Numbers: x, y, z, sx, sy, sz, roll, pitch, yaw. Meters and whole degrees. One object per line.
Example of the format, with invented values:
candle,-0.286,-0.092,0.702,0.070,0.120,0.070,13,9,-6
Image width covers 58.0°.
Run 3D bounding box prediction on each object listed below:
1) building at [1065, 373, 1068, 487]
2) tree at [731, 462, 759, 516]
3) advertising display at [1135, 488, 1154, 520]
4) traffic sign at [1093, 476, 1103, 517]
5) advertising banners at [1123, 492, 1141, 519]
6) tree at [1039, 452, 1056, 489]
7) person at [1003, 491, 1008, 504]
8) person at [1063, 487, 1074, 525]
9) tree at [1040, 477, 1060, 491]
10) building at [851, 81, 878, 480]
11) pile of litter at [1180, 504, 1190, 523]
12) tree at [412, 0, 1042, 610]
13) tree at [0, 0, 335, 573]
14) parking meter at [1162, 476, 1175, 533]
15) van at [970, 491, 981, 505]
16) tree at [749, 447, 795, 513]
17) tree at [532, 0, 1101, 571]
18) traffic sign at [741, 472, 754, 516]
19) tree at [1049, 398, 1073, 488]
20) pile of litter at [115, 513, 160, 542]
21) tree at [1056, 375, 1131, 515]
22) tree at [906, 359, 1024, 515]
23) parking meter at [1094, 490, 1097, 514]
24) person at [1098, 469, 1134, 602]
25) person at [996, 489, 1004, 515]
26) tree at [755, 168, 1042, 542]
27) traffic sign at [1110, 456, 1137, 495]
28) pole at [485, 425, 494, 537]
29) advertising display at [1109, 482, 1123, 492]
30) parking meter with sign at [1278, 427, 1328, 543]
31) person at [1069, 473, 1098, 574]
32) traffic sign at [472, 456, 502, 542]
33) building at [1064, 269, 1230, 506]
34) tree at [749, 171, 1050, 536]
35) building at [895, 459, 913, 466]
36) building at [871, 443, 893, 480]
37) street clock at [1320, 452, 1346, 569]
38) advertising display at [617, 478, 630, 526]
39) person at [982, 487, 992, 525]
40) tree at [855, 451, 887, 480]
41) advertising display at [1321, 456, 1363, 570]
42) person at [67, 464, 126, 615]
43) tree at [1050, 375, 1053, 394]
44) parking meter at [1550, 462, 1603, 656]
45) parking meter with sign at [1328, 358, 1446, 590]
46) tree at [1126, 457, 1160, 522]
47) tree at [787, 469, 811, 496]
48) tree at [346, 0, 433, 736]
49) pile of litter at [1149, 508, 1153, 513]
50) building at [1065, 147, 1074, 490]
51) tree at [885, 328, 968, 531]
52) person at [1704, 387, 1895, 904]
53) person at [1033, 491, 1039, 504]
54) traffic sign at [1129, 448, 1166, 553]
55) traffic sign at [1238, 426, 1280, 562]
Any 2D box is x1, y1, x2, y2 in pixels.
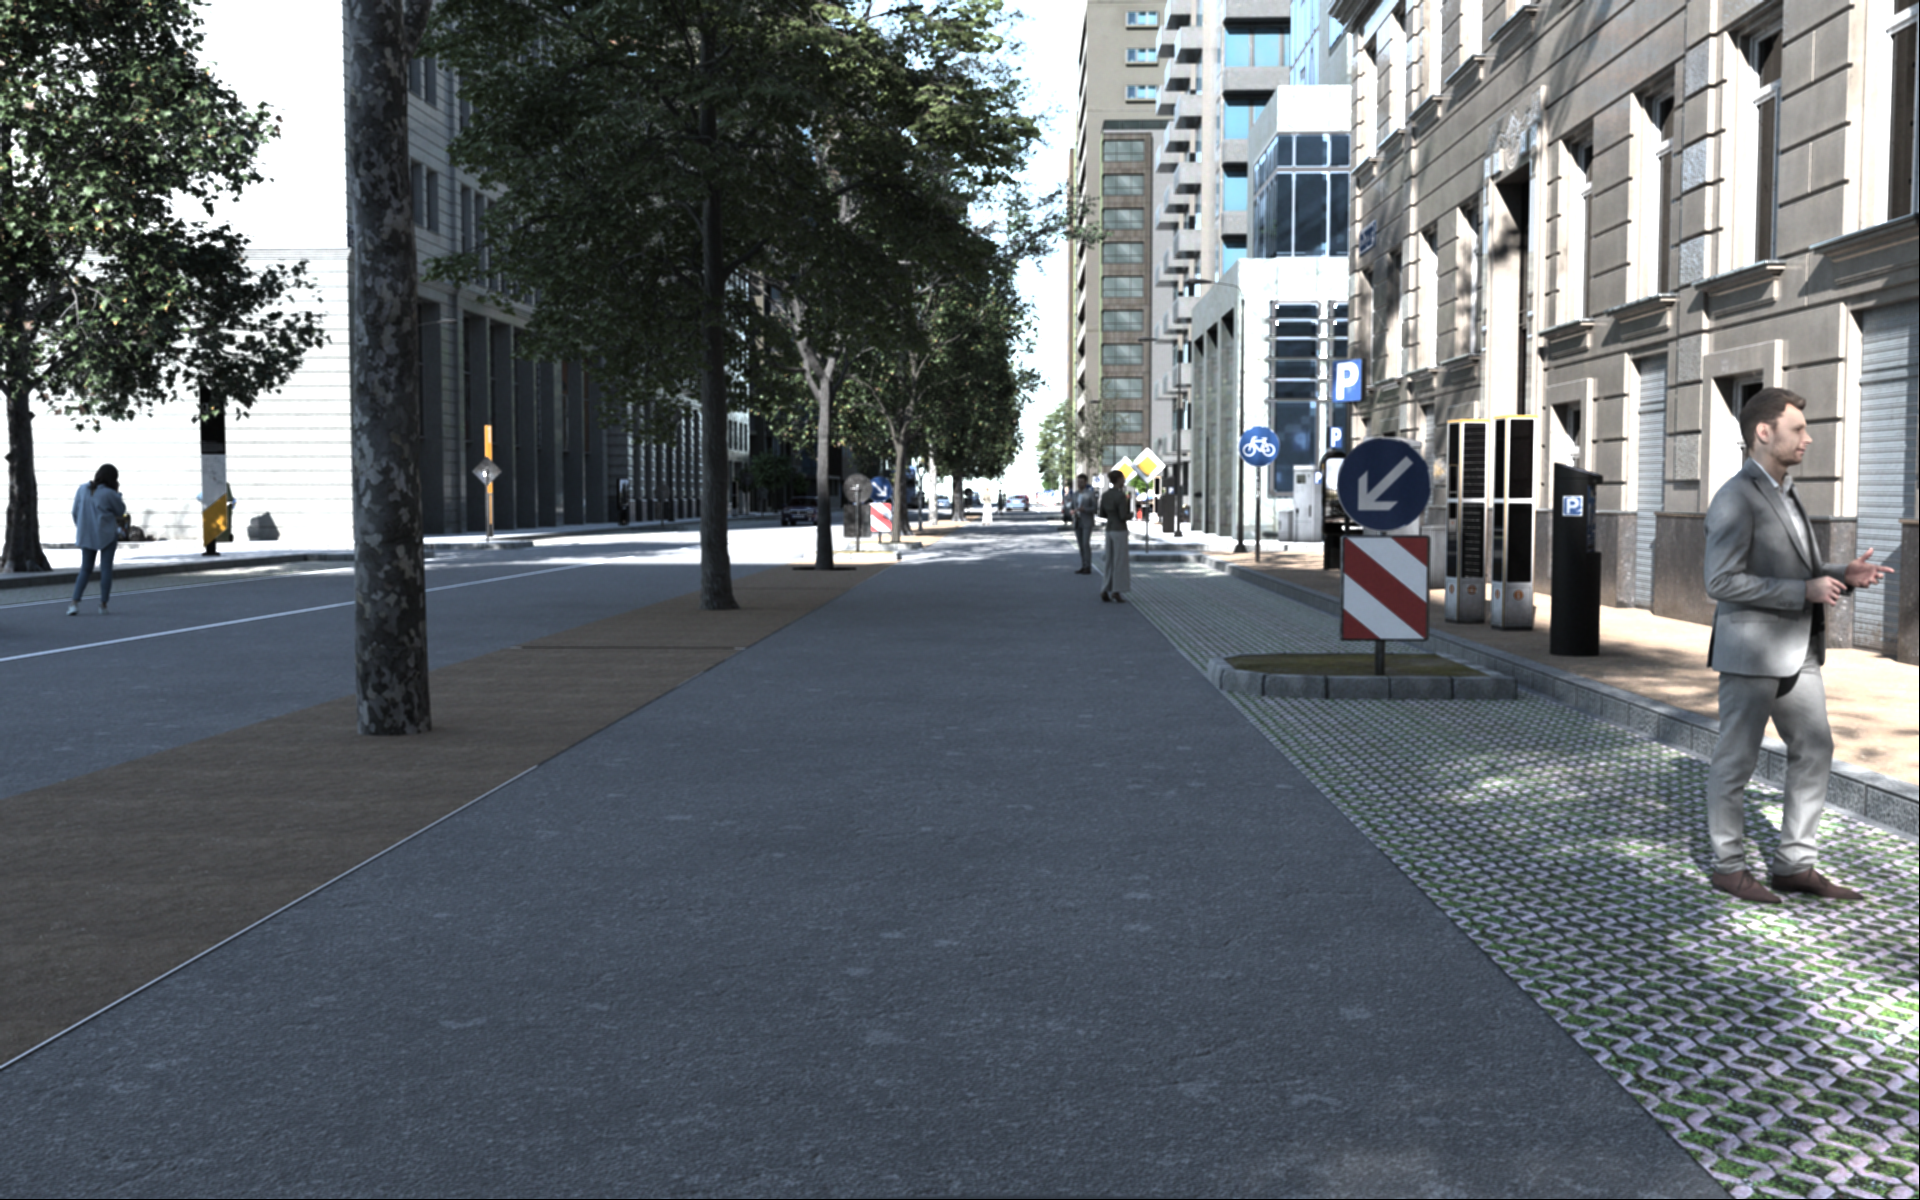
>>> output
building,25.376,-37.489,236.639,21.300,48.544,21.600,0,4,2
tree,-12.850,-6.639,103.149,1.663,3.219,1.824,0,3,0
advertising display,9.021,-4.832,84.219,0.974,1.923,0.123,1,4,11
traffic sign,7.772,-5.848,97.752,0.606,2.300,0.079,0,4,5
advertising banners,9.109,-5.597,87.694,2.074,3.025,0.090,-1,4,-18
tree,14.243,-19.407,267.672,4.360,8.622,3.978,0,3,0
person,6.475,-14.776,250.107,0.705,1.821,1.348,3,5,43
person,4.968,-4.344,79.944,0.534,1.772,0.576,-3,5,-40
tree,14.396,-17.877,276.009,4.285,4.588,4.351,0,3,0
building,-24.130,-38.577,219.969,28.713,52.752,27.495,0,4,2
pile of litter,10.329,-3.853,76.954,1.176,0.858,1.719,3,4,36
tree,-2.921,-6.120,20.646,7.486,12.596,7.792,0,3,0
tree,-15.612,-6.822,28.549,9.611,12.733,9.660,0,3,0
parking meter,6.833,-3.125,56.798,0.399,1.863,0.255,-2,4,-28
van,1.937,-14.015,236.151,2.013,2.044,4.112,0,4,4
tree,-13.019,-8.294,119.327,4.285,4.588,4.351,0,3,0
tree,-2.580,-7.311,32.364,12.009,13.543,11.850,0,3,0
traffic sign,-12.412,-6.167,100.936,0.768,2.556,0.104,0,4,6
tree,11.908,-17.513,204.456,7.486,12.596,7.792,0,3,0
pile of litter,-22.428,-1.989,46.480,1.719,0.858,1.176,1,4,9
tree,8.305,-9.542,106.373,4.360,8.622,3.978,0,3,0
tree,0.037,-12.674,116.325,9.857,13.997,8.962,0,3,0
parking meter,8.509,-6.145,108.885,0.372,1.533,0.369,0,3,0
person,2.096,-0.848,22.921,0.362,1.759,0.519,-2,4,-35
person,2.718,-6.728,118.722,0.641,1.798,0.478,-1,4,-12
tree,-1.905,-6.893,49.563,8.767,10.594,7.601,0,4,2
traffic sign,4.334,-2.562,45.537,0.795,2.450,0.064,0,4,2
pole,-13.973,-3.519,51.386,0.158,3.312,0.155,0,3,0
advertising display,7.365,-4.685,81.809,0.123,1.923,0.974,-2,4,-28
parking meter with sign,9.177,-3.021,45.648,0.543,3.016,1.738,-3,5,-41
person,2.168,-1.376,31.193,0.606,1.804,0.583,2,4,35
traffic sign,-12.600,-2.599,46.143,0.795,2.450,0.064,0,4,2
building,27.331,-58.087,262.397,22.319,86.520,31.000,0,4,2
tree,-2.000,-8.485,58.196,9.611,12.733,9.660,0,3,0
building,-14.864,-36.007,272.315,14.154,41.232,14.086,0,4,2
building,-19.978,-38.487,248.877,23.786,49.044,30.456,0,4,2
street clock,6.402,-1.533,29.635,0.471,2.002,0.358,-2,4,-29
advertising display,-13.641,-3.972,70.150,0.123,1.923,0.974,1,4,13
person,1.285,-4.331,79.863,0.519,1.759,0.362,2,4,34
tree,-10.311,-14.967,195.066,4.360,8.622,3.978,0,3,0
advertising display,6.596,-1.468,29.215,0.974,1.923,0.123,0,4,-1
person,-10.288,-0.724,20.599,0.793,1.790,0.793,-2,4,-34
tree,-0.048,-10.322,88.224,9.611,12.733,9.660,0,3,0
parking meter,4.917,-0.331,13.815,0.372,1.533,0.369,0,3,0
parking meter with sign,5.757,-1.633,22.962,1.738,3.016,0.543,-2,4,-31
tree,8.495,-5.205,79.709,1.663,3.219,1.824,0,3,0
tree,-11.981,-8.333,130.839,1.663,3.219,1.824,0,3,0
tree,-2.216,-9.208,8.899,12.611,20.169,13.585,0,3,0
pile of litter,12.748,-6.274,116.553,1.719,0.858,1.176,1,4,12
building,20.440,-34.761,218.458,14.600,45.320,14.200,0,4,2
tree,-1.575,-7.012,67.463,4.737,8.622,4.395,0,3,0
person,2.896,0.163,6.038,0.583,1.804,0.606,3,5,44
person,10.370,-13.647,231.557,1.348,1.831,0.705,3,4,38
traffic sign,4.056,-2.074,37.557,0.795,2.450,0.064,0,4,2
traffic sign,5.586,-1.978,32.440,0.768,2.556,0.104,0,4,5
